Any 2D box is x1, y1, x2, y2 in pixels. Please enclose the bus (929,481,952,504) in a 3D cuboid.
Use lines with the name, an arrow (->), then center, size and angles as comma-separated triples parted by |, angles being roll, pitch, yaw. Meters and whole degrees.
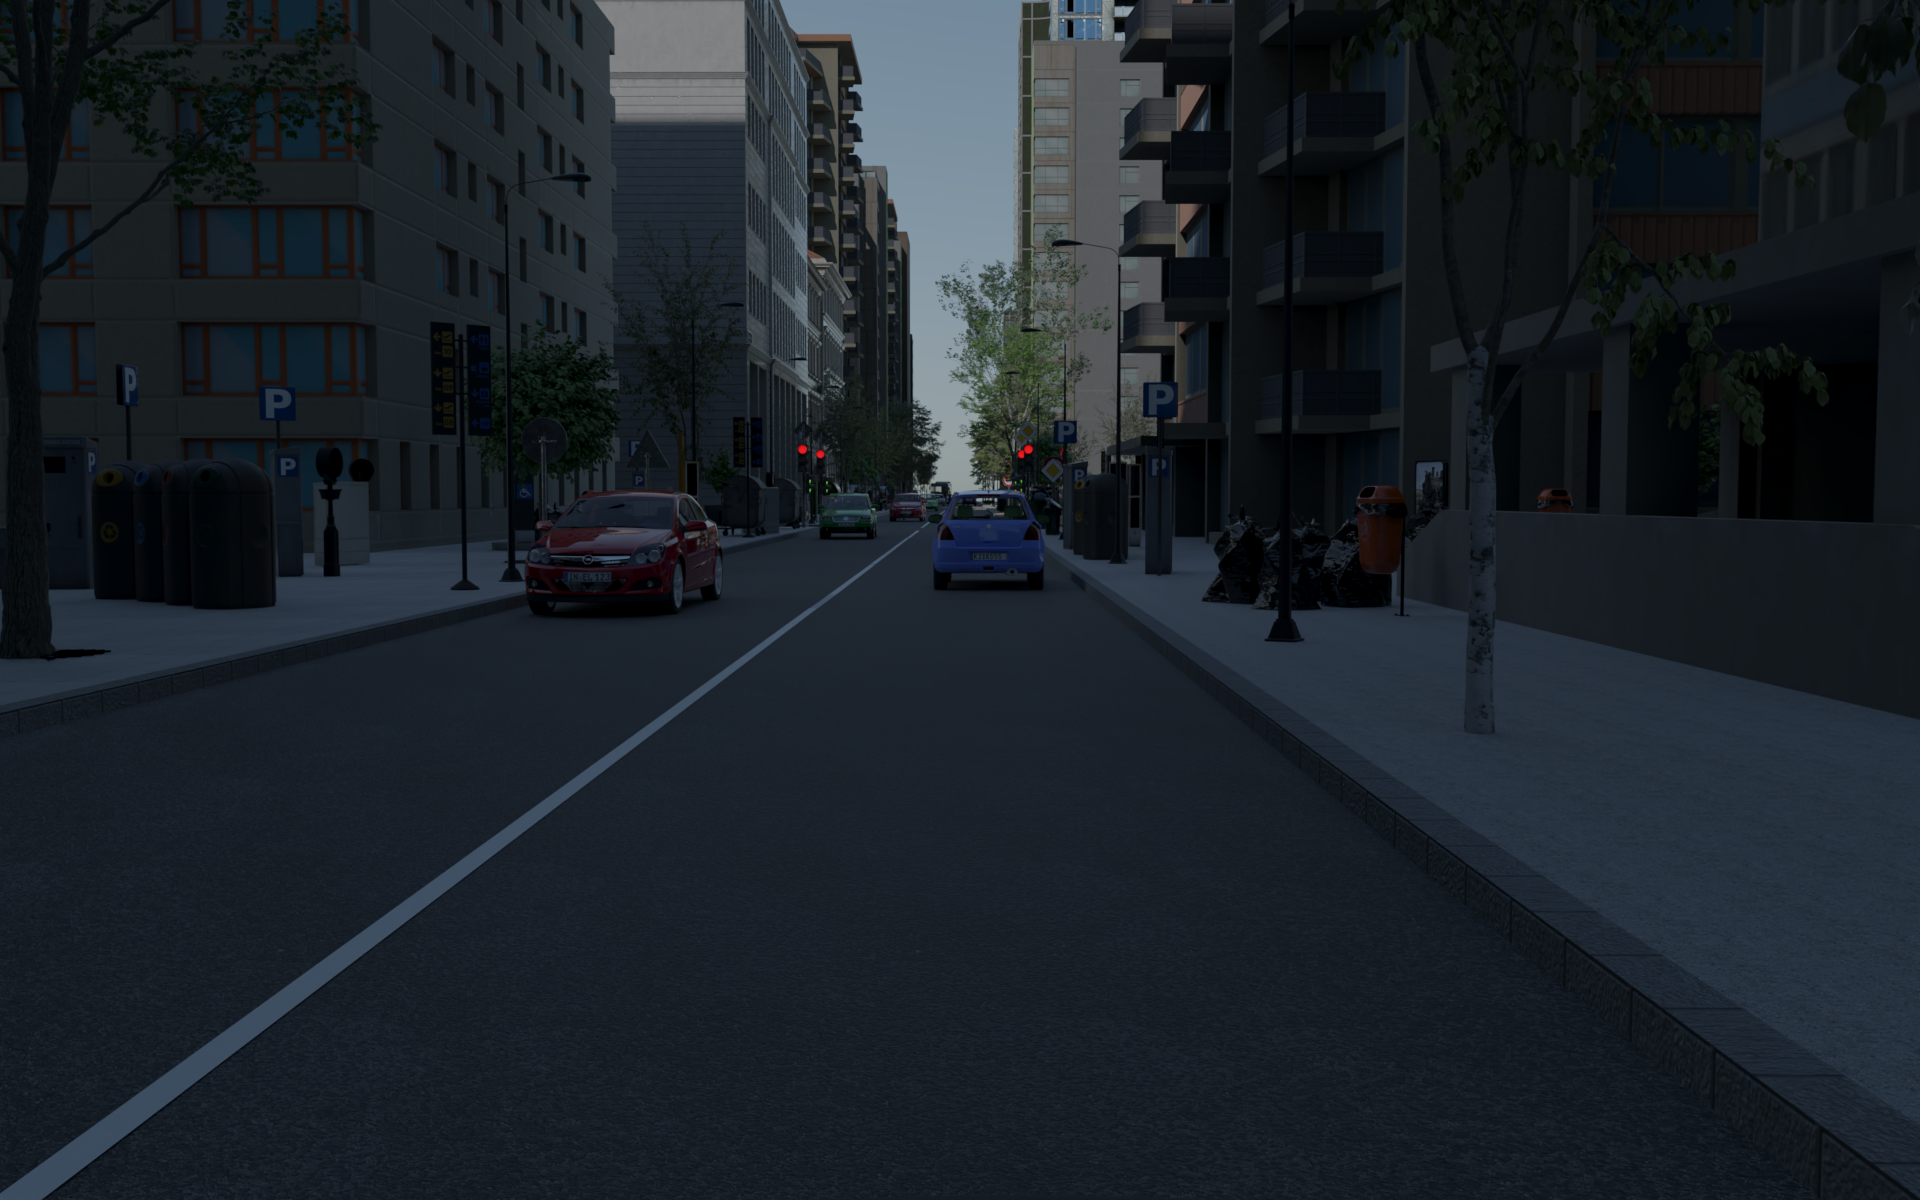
bus -> -2.664, -15.357, 245.949 | 2.948, 3.499, 13.247 | 0, 4, 2

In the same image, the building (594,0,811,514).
building -> -14.770, -19.181, 91.109 | 11.434, 29.767, 29.804 | 0, 4, 0

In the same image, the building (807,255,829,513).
building -> -14.806, -15.425, 116.824 | 10.561, 19.102, 19.286 | 0, 4, 0

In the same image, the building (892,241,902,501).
building -> -16.396, -35.983, 271.920 | 14.154, 41.232, 14.086 | 0, 4, 0

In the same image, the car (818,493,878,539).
car -> -3.626, -2.915, 56.452 | 1.959, 1.807, 4.718 | 0, 4, -1

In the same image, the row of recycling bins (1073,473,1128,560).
row of recycling bins -> 2.893, -1.724, 35.307 | 1.069, 1.692, 3.534 | 0, 3, 0

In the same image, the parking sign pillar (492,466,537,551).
parking sign pillar -> -10.018, -3.133, 39.692 | 1.447, 3.967, 1.447 | -1, 4, -17

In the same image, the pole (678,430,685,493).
pole -> -8.854, -3.749, 55.144 | 0.158, 3.312, 0.155 | 0, 3, 0

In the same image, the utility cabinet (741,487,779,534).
utility cabinet -> -6.409, -2.870, 55.603 | 1.173, 1.500, 0.318 | -1, 4, -21

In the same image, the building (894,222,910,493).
building -> -15.343, -38.887, 285.907 | 14.600, 45.320, 14.200 | 0, 4, 0

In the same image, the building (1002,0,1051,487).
building -> 16.705, -49.768, 251.961 | 20.563, 71.187, 20.611 | 0, 4, 0

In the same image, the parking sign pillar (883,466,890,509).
parking sign pillar -> -6.181, -9.755, 147.965 | 1.447, 3.967, 1.447 | 0, 4, -1

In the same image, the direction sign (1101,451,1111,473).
direction sign -> 7.645, -6.037, 90.707 | 0.379, 3.537, 0.876 | -2, 4, -31

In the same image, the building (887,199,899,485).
building -> -20.187, -36.409, 249.908 | 22.147, 44.769, 28.867 | 0, 4, 0

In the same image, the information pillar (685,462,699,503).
information pillar -> -6.060, -2.126, 39.254 | 0.304, 2.012, 0.304 | 0, 4, -7

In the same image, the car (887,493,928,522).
car -> -2.748, -5.023, 91.174 | 2.155, 1.783, 4.494 | 0, 4, 1

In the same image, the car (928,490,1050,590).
car -> 0.454, -1.079, 27.239 | 1.945, 1.707, 3.694 | 0, 4, 1

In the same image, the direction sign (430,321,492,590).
direction sign -> -6.637, -1.903, 23.115 | 0.379, 3.537, 0.876 | 3, 5, 44

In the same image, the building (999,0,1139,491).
building -> 18.020, -59.883, 291.764 | 22.319, 86.520, 31.000 | 0, 4, 0

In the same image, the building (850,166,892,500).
building -> -16.021, -32.179, 209.728 | 14.154, 41.232, 14.086 | 0, 4, 0

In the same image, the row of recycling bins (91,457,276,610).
row of recycling bins -> -9.205, -0.820, 20.520 | 3.534, 1.692, 1.069 | 3, 5, 42

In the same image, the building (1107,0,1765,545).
building -> 16.026, -24.052, 47.869 | 22.147, 44.769, 28.867 | 0, 4, 0

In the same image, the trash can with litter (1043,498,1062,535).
trash can with litter -> 3.134, -2.611, 54.081 | 1.055, 1.170, 0.624 | 1, 4, 20

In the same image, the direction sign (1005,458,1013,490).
direction sign -> 3.265, -7.129, 108.548 | 0.876, 3.537, 0.379 | 1, 4, 8

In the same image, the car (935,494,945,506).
car -> -2.714, -12.030, 208.695 | 2.014, 1.417, 4.499 | 0, 4, -1

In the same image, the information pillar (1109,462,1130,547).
information pillar -> 3.641, -2.166, 39.907 | 0.304, 2.012, 0.304 | -2, 4, -33

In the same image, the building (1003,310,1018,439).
building -> 13.721, -30.537, 270.980 | 14.160, 30.474, 14.107 | 0, 4, 0

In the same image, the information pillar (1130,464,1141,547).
information pillar -> 4.244, -2.310, 42.254 | 0.304, 2.012, 0.304 | 0, 4, -4

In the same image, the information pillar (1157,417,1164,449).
information pillar -> 4.597, -2.962, 39.780 | 0.183, 3.616, 0.504 | 1, 4, 18

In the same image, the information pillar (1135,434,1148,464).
information pillar -> 7.042, -4.637, 67.173 | 0.504, 3.616, 0.183 | 0, 4, -7

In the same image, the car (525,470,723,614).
car -> -4.195, -0.794, 22.022 | 2.155, 1.783, 4.494 | 0, 4, 2

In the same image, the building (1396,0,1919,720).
building -> 21.582, -19.678, 13.619 | 32.217, 40.220, 23.993 | 0, 4, 0

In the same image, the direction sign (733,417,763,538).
direction sign -> -6.238, -3.609, 51.004 | 0.876, 3.537, 0.379 | -1, 4, -22

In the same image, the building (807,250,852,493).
building -> -15.018, -18.394, 136.900 | 11.583, 22.565, 21.152 | 0, 4, 0

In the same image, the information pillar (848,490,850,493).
information pillar -> -8.257, -8.516, 130.590 | 0.183, 3.616, 0.504 | 3, 5, 43

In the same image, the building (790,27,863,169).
building -> -20.591, -31.121, 163.446 | 22.147, 44.769, 28.867 | 0, 4, 0

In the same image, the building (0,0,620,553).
building -> -27.283, -12.584, 50.785 | 28.899, 21.520, 27.650 | 0, 4, 0

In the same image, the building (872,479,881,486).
building -> -25.149, -30.514, 190.792 | 32.217, 40.220, 23.993 | 0, 4, 0

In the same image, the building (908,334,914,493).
building -> -15.330, -32.369, 300.932 | 14.160, 30.474, 14.107 | 0, 4, 0

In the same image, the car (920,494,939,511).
car -> -2.712, -8.279, 144.160 | 1.959, 1.807, 4.718 | 0, 4, 0

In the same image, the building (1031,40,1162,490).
building -> 13.553, -29.149, 160.176 | 14.154, 41.232, 14.086 | 0, 4, 0
